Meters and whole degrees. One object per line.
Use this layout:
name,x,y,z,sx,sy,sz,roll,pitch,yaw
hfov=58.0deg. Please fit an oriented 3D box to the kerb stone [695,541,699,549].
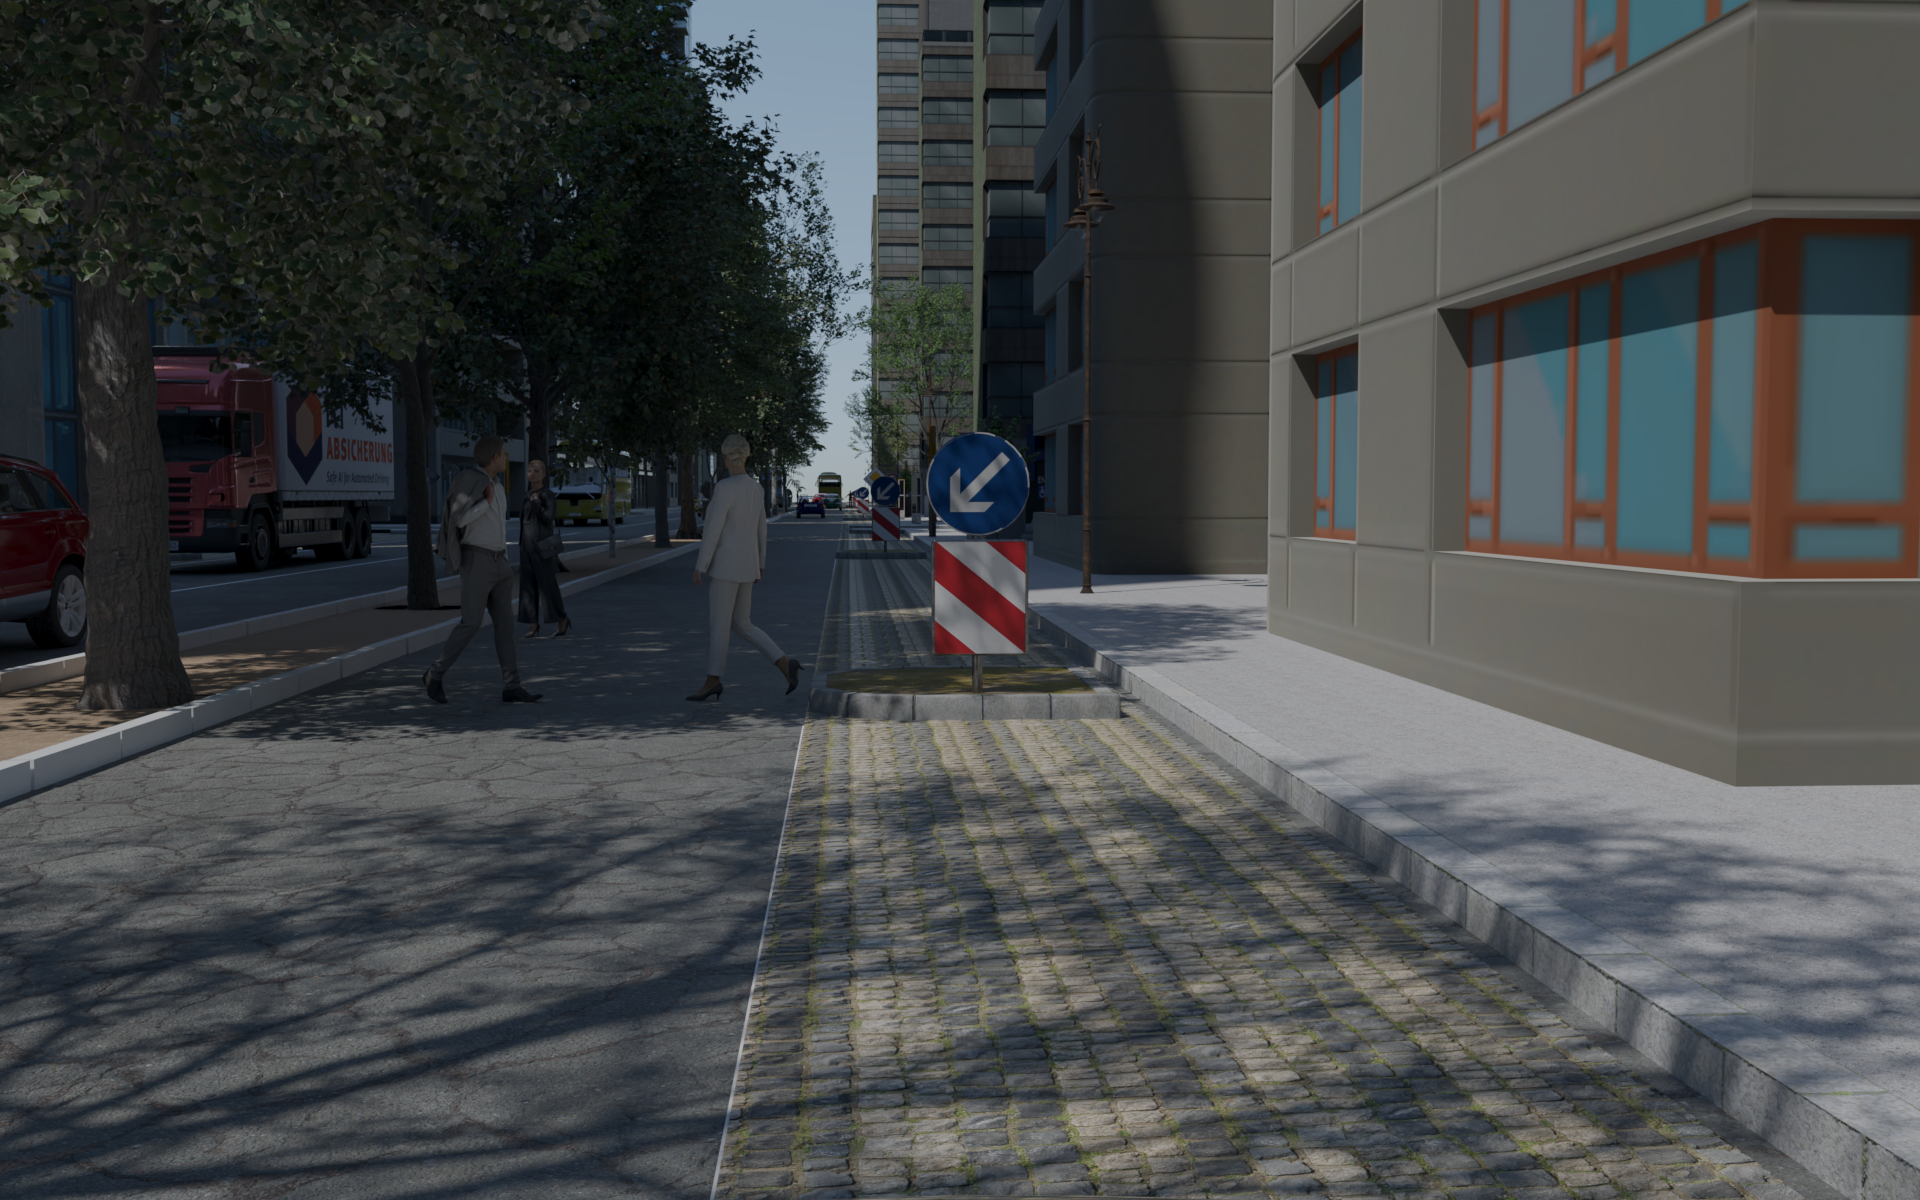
kerb stone,-6.892,-1.374,44.652,0.120,0.150,1.000,0,4,-4

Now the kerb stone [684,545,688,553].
kerb stone,-6.696,-1.180,41.590,0.120,0.150,1.000,0,4,-4

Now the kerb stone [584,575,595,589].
kerb stone,-5.699,-0.247,26.240,0.120,0.150,1.000,0,4,-4

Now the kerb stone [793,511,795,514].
kerb stone,-11.896,-6.097,121.920,0.120,0.150,1.000,0,4,-4

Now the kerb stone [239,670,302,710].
kerb stone,-4.773,0.628,11.935,0.120,0.150,1.000,0,4,-4

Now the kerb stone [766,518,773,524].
kerb stone,-9.709,-4.024,88.162,0.120,0.150,1.000,0,4,-4

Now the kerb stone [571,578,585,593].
kerb stone,-5.636,-0.185,25.218,0.120,0.150,1.000,0,4,-4

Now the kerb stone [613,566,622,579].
kerb stone,-5.898,-0.436,29.318,0.120,0.150,1.000,0,4,-4

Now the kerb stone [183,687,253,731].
kerb stone,-4.705,0.693,10.914,0.120,0.150,1.000,0,4,-4

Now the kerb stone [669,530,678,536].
kerb stone,-10.052,-2.367,60.888,0.120,0.150,1.000,0,4,-4

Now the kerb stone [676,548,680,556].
kerb stone,-6.556,-1.058,39.545,0.120,0.150,1.000,0,4,-4

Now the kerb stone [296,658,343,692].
kerb stone,-4.842,0.575,12.956,0.120,0.150,1.000,0,4,-4

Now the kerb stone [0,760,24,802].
kerb stone,-4.508,0.878,7.847,0.120,0.150,1.000,0,4,-4

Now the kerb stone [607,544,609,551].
kerb stone,-8.925,-1.298,43.518,0.120,0.150,1.000,0,4,-4

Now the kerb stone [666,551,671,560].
kerb stone,-6.429,-0.932,37.502,0.120,0.150,1.000,0,4,-4

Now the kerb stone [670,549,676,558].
kerb stone,-6.493,-0.999,38.523,0.120,0.150,1.000,0,4,-4

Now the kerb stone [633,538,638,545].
kerb stone,-9.246,-1.614,48.621,0.120,0.150,1.000,0,4,-4

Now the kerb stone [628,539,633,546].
kerb stone,-9.180,-1.551,47.600,0.120,0.150,1.000,0,4,-4

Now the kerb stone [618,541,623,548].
kerb stone,-9.059,-1.426,45.557,0.120,0.150,1.000,0,4,-4

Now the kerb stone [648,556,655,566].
kerb stone,-6.231,-0.744,34.431,0.120,0.150,1.000,0,4,-4

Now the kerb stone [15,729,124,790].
kerb stone,-4.567,0.815,8.867,0.120,0.150,1.000,0,4,-4

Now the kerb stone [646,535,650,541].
kerb stone,-9.452,-1.804,51.690,0.120,0.150,1.000,0,4,-4

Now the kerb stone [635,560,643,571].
kerb stone,-6.098,-0.620,32.391,0.120,0.150,1.000,0,4,-4

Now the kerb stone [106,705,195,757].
kerb stone,-4.636,0.753,9.887,0.120,0.150,1.000,0,4,-4

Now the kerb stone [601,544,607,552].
kerb stone,-8.859,-1.239,42.494,0.120,0.150,1.000,0,4,-4

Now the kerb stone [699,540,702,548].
kerb stone,-6.956,-1.430,45.678,0.120,0.150,1.000,0,4,-4

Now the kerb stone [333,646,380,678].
kerb stone,-4.900,0.507,13.976,0.120,0.150,1.000,0,4,-4

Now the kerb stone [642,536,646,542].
kerb stone,-9.384,-1.741,50.661,0.120,0.150,1.000,0,4,-4

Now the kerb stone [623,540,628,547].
kerb stone,-9.126,-1.491,46.579,0.120,0.150,1.000,0,4,-4

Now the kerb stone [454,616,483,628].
kerb stone,-5.167,0.253,18.056,0.120,0.150,1.000,0,4,-4

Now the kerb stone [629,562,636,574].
kerb stone,-6.028,-0.561,31.365,0.120,0.150,1.000,0,4,-4

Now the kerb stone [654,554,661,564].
kerb stone,-6.296,-0.805,35.455,0.120,0.150,1.000,0,4,-4

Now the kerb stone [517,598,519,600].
kerb stone,-5.369,0.066,21.118,0.120,0.150,1.000,0,4,-4

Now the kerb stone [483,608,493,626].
kerb stone,-5.238,0.192,19.076,0.120,0.150,1.000,0,4,-4

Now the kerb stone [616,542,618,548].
kerb stone,-8.987,-1.366,44.538,0.120,0.150,1.000,0,4,-4

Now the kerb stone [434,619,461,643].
kerb stone,-5.099,0.321,17.036,0.120,0.150,1.000,0,4,-4

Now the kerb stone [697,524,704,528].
kerb stone,-10.817,-3.089,72.737,0.120,0.150,1.000,0,4,-4

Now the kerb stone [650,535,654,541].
kerb stone,-9.517,-1.867,52.715,0.120,0.150,1.000,0,4,-4

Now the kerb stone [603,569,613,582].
kerb stone,-5.832,-0.373,28.288,0.120,0.150,1.000,0,4,-4

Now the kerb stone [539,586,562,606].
kerb stone,-5.507,-0.059,23.166,0.120,0.150,1.000,0,4,-4

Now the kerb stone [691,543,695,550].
kerb stone,-6.834,-1.311,43.632,0.120,0.150,1.000,0,4,-4

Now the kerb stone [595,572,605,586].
kerb stone,-5.760,-0.305,27.268,0.120,0.150,1.000,0,4,-4

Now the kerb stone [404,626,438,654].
kerb stone,-5.034,0.378,16.016,0.120,0.150,1.000,0,4,-4

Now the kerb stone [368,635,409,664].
kerb stone,-4.981,0.442,14.995,0.120,0.150,1.000,0,4,-4

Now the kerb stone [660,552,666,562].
kerb stone,-6.354,-0.873,36.476,0.120,0.150,1.000,0,4,-4

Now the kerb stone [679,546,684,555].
kerb stone,-6.623,-1.118,40.566,0.120,0.150,1.000,0,4,-4

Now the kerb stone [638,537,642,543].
kerb stone,-9.315,-1.679,49.641,0.120,0.150,1.000,0,4,-4

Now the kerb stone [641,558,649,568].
kerb stone,-6.165,-0.681,33.411,0.120,0.150,1.000,0,4,-4

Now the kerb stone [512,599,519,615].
kerb stone,-5.299,0.128,20.098,0.120,0.150,1.000,0,4,-4

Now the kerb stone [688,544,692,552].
kerb stone,-6.755,-1.249,42.612,0.120,0.150,1.000,0,4,-4

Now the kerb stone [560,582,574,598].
kerb stone,-5.562,-0.116,24.191,0.120,0.150,1.000,0,4,-4

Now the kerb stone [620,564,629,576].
kerb stone,-5.961,-0.497,30.338,0.120,0.150,1.000,0,4,-4
